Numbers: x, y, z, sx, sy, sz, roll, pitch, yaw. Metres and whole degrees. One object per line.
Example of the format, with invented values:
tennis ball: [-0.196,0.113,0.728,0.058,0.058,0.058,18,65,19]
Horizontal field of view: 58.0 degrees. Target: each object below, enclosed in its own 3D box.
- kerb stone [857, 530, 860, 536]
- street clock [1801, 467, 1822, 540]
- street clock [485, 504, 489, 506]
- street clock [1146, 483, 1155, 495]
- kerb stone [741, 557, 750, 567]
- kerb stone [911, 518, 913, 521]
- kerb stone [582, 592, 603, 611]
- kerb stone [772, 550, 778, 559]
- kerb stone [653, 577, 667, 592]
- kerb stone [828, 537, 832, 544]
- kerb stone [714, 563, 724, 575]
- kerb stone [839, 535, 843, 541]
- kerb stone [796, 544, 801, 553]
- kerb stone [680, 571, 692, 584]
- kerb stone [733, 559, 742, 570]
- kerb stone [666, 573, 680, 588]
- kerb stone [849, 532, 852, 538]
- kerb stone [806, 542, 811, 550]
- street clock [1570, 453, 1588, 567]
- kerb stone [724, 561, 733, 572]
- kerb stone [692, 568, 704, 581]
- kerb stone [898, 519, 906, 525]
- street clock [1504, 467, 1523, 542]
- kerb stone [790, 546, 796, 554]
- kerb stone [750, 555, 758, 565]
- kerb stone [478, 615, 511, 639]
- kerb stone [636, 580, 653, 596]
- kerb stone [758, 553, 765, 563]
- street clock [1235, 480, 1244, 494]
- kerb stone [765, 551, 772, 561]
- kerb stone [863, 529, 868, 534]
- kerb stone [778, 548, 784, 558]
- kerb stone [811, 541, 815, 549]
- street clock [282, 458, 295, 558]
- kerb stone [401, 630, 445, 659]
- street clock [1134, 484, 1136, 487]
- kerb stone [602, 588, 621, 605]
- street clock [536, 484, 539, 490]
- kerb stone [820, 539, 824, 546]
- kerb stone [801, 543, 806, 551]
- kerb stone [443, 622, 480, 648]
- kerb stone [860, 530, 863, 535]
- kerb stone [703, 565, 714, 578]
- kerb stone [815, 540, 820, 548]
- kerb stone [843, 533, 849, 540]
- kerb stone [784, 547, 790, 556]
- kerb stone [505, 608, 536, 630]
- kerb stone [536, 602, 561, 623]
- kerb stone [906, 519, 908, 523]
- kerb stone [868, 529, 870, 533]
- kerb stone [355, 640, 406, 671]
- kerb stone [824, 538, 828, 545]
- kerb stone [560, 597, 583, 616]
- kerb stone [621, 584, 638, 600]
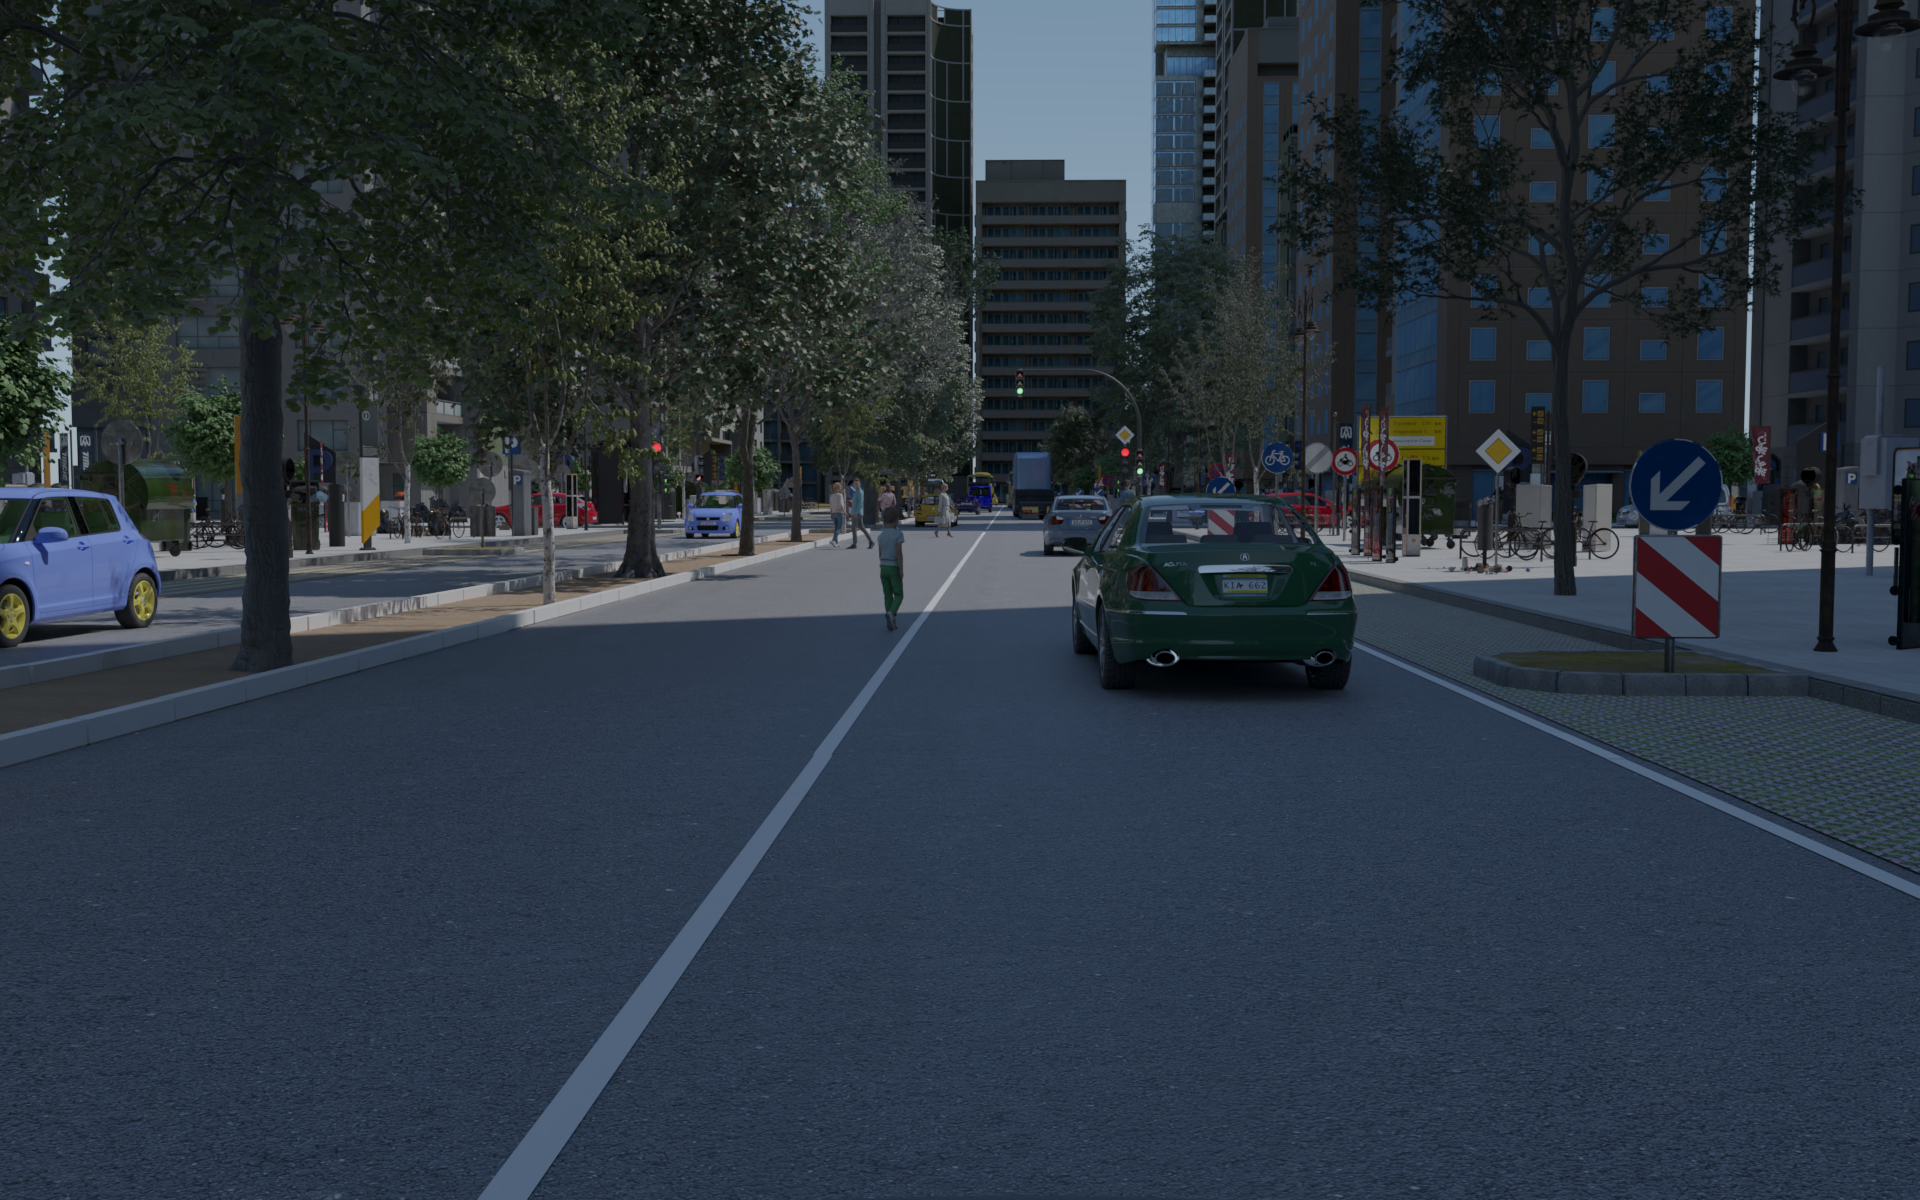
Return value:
kerb stone: [-3.565,-2.224,58.590,0.120,0.150,1.000,0,4,2]
street clock: [22.699,-2.549,46.242,0.358,2.002,0.471,-2,4,-25]
street clock: [-24.139,-5.127,88.391,0.358,2.002,0.471,3,5,44]
street clock: [10.946,-5.798,99.369,0.471,2.002,0.358,2,4,35]
kerb stone: [-4.312,-0.722,33.999,0.120,0.150,1.000,0,4,2]
kerb stone: [-2.649,-4.073,88.786,0.120,0.150,1.000,0,4,2]
kerb stone: [-4.678,0.031,21.681,0.120,0.150,1.000,0,4,2]
kerb stone: [-4.188,-0.973,38.104,0.120,0.150,1.000,0,4,2]
kerb stone: [-4.553,-0.218,25.782,0.120,0.150,1.000,0,4,2]
kerb stone: [-3.841,-1.663,49.379,0.120,0.150,1.000,0,4,2]
kerb stone: [-4.398,-0.533,30.917,0.120,0.150,1.000,0,4,2]
kerb stone: [-3.739,-1.850,52.449,0.120,0.150,1.000,0,4,2]
kerb stone: [-4.054,-1.224,42.214,0.120,0.150,1.000,0,4,2]
kerb stone: [-4.493,-0.345,27.835,0.120,0.150,1.000,0,4,2]
kerb stone: [-4.338,-0.657,32.964,0.120,0.150,1.000,0,4,2]
kerb stone: [-4.523,-0.281,26.813,0.120,0.150,1.000,0,4,2]
kerb stone: [-3.654,-2.037,55.519,0.120,0.150,1.000,0,4,2]
kerb stone: [-3.994,-1.350,44.264,0.120,0.150,1.000,0,4,2]
street clock: [10.822,-1.594,30.633,0.471,2.002,0.358,2,4,28]
kerb stone: [-4.370,-0.596,31.939,0.120,0.150,1.000,0,4,2]
kerb stone: [-4.465,-0.402,28.864,0.120,0.150,1.000,0,4,2]
kerb stone: [-2.810,-3.760,83.664,0.120,0.150,1.000,0,4,2]
street clock: [14.889,-2.574,46.659,0.471,2.002,0.358,-2,4,-28]
kerb stone: [-4.093,-1.161,41.185,0.120,0.150,1.000,0,4,2]
kerb stone: [-4.277,-0.780,35.023,0.120,0.150,1.000,0,4,2]
kerb stone: [-4.794,0.284,17.581,0.120,0.150,1.000,0,4,2]
kerb stone: [-4.584,-0.156,24.751,0.120,0.150,1.000,0,4,2]
kerb stone: [-4.242,-0.842,36.045,0.120,0.150,1.000,0,4,2]
street clock: [14.682,-5.302,91.263,0.471,2.002,0.358,2,4,34]
kerb stone: [-4.212,-0.910,37.076,0.120,0.150,1.000,0,4,2]
kerb stone: [-3.474,-2.413,61.669,0.120,0.150,1.000,0,4,2]
kerb stone: [-4.149,-1.036,39.128,0.120,0.150,1.000,0,4,2]
kerb stone: [-3.972,-1.412,45.285,0.120,0.150,1.000,0,4,2]
street clock: [-13.502,-1.841,34.676,0.358,2.002,0.471,0,4,2]
kerb stone: [-4.862,0.408,15.525,0.120,0.150,1.000,0,4,2]
street clock: [12.767,-7.389,125.386,0.471,2.002,0.358,0,4,-1]
kerb stone: [-4.649,-0.031,22.703,0.120,0.150,1.000,0,4,2]
street clock: [-26.639,-6.382,108.908,0.358,2.002,0.471,0,4,4]
kerb stone: [-3.901,-1.531,47.328,0.120,0.150,1.000,0,4,2]
kerb stone: [-4.025,-1.287,43.235,0.120,0.150,1.000,0,4,2]
kerb stone: [-4.830,0.345,16.557,0.120,0.150,1.000,0,4,2]
kerb stone: [-3.528,-2.282,59.612,0.120,0.150,1.000,0,4,2]
kerb stone: [-4.436,-0.471,29.891,0.120,0.150,1.000,0,4,2]
kerb stone: [-3.933,-1.475,46.307,0.120,0.150,1.000,0,4,2]
kerb stone: [-3.685,-1.972,54.497,0.120,0.150,1.000,0,4,2]
kerb stone: [-4.119,-1.099,40.159,0.120,0.150,1.000,0,4,2]
kerb stone: [-4.779,0.220,18.603,0.120,0.150,1.000,0,4,2]
kerb stone: [-4.739,0.157,19.636,0.120,0.150,1.000,0,4,2]
kerb stone: [-2.774,-3.820,84.685,0.120,0.150,1.000,0,4,2]
kerb stone: [-3.440,-2.477,62.690,0.120,0.150,1.000,0,4,2]
kerb stone: [-4.895,0.471,14.495,0.120,0.150,1.000,0,4,2]
kerb stone: [-3.874,-1.600,48.350,0.120,0.150,1.000,0,4,2]
kerb stone: [-4.712,0.094,20.657,0.120,0.150,1.000,0,4,2]
kerb stone: [-4.612,-0.090,23.724,0.120,0.150,1.000,0,4,2]
